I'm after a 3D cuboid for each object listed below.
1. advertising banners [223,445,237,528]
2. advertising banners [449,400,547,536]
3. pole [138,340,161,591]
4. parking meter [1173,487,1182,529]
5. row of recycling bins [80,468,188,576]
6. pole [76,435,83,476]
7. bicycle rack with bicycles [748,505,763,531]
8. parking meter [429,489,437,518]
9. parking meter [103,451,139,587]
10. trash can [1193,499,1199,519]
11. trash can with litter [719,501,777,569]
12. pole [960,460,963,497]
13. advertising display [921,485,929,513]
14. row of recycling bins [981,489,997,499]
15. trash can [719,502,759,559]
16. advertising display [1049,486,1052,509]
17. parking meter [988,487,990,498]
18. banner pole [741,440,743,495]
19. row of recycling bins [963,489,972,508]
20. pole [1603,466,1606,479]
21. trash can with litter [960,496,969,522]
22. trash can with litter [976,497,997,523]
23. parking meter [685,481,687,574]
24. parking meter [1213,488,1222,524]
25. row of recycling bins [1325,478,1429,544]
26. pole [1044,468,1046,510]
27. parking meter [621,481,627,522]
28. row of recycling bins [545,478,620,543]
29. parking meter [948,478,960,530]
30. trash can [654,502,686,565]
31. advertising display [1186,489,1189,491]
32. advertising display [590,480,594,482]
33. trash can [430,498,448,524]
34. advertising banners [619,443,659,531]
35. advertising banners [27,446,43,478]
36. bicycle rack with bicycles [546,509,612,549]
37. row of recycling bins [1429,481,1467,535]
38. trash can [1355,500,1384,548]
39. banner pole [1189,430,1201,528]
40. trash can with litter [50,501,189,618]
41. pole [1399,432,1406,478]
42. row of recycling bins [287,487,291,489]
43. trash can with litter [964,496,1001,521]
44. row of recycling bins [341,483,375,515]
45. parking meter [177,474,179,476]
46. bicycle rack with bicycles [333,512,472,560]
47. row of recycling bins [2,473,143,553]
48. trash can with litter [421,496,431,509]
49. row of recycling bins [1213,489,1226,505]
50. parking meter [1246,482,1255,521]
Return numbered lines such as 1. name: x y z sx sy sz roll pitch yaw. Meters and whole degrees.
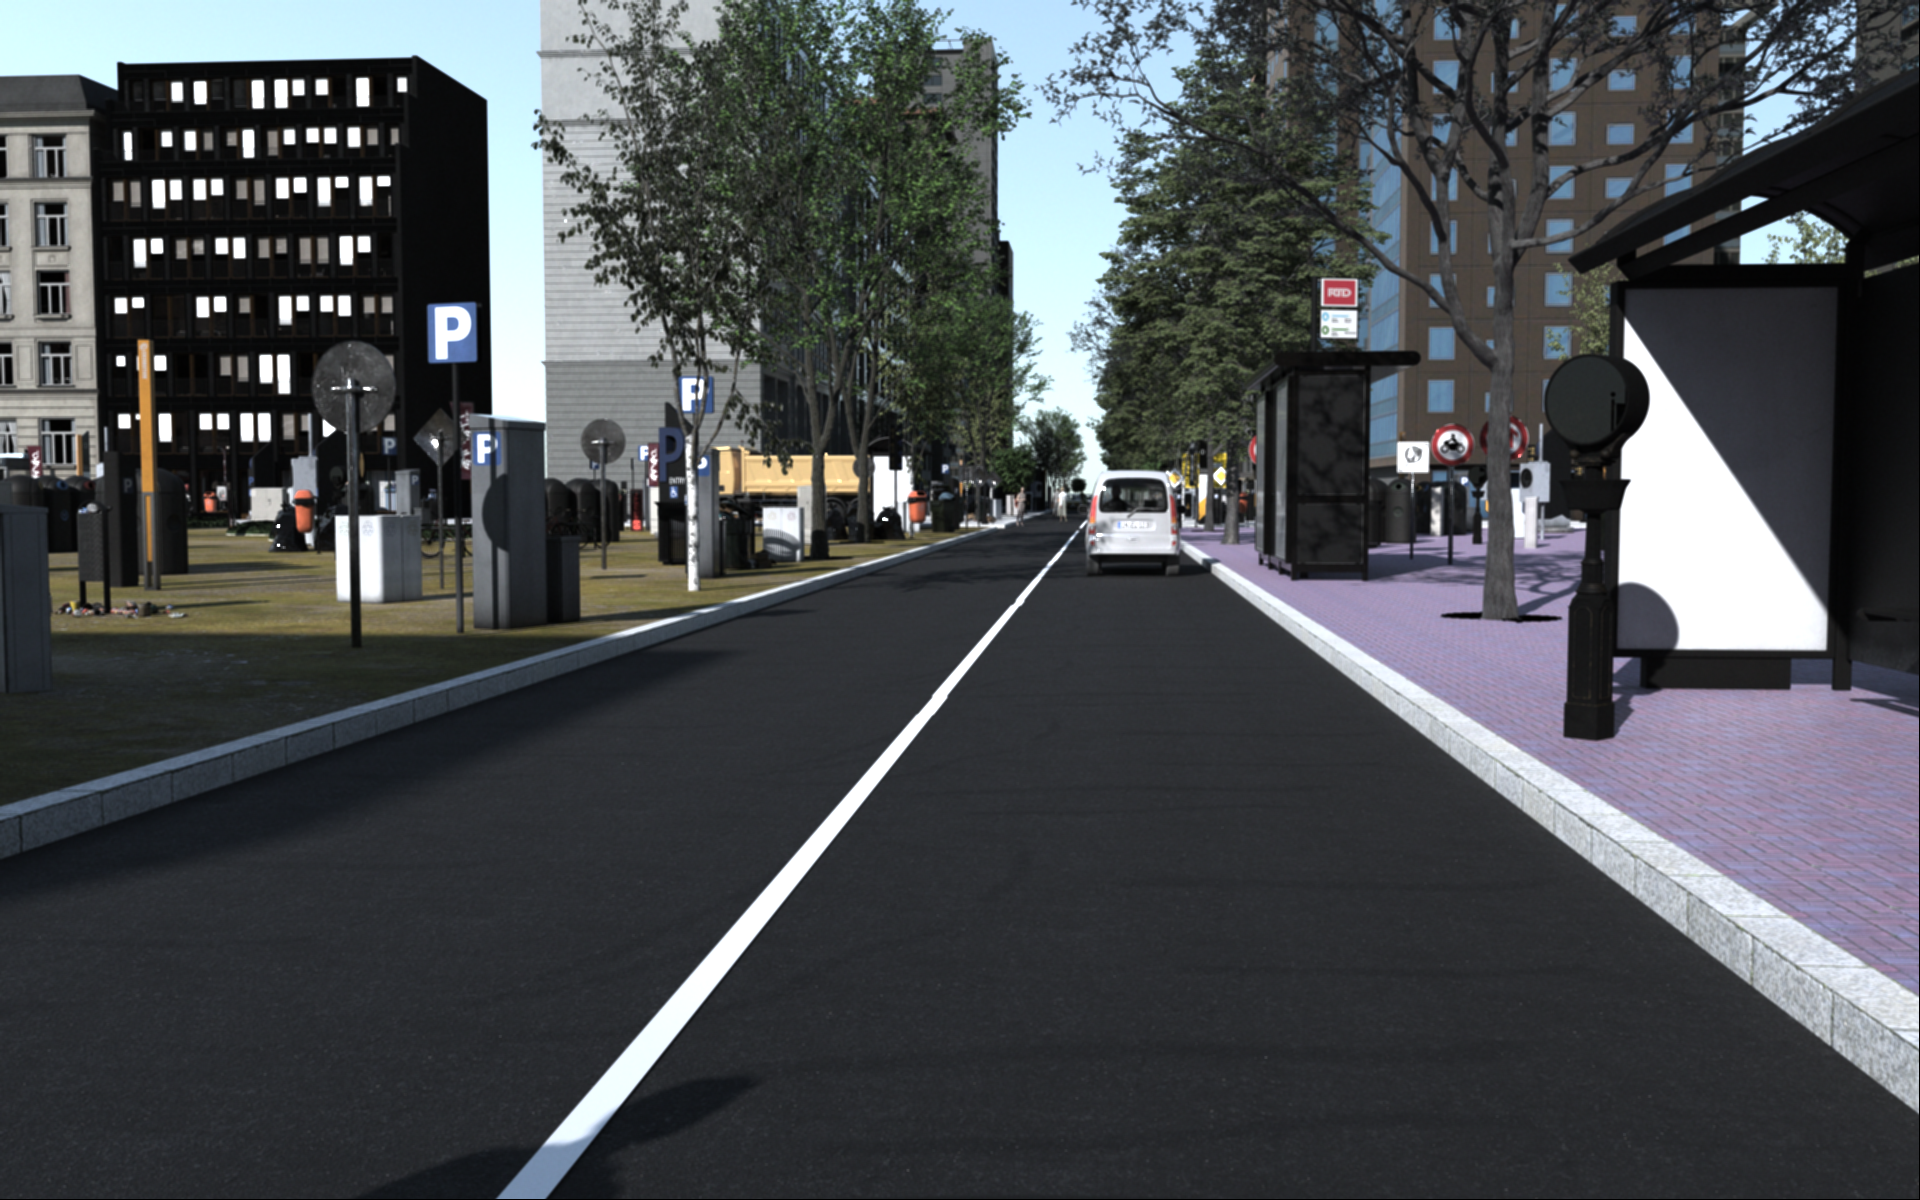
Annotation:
1. advertising banners: -26.340 -4.054 62.472 0.090 3.025 2.074 -1 4 -12
2. advertising banners: -8.835 -2.263 33.195 0.090 3.025 2.074 3 5 43
3. pole: -10.773 -1.784 23.011 0.158 3.312 0.155 0 3 0
4. parking meter: 8.049 -3.419 64.314 0.372 1.533 0.369 0 3 0
5. row of recycling bins: -13.627 -1.319 28.686 1.069 1.692 3.534 -2 4 -35
6. pole: -30.255 -4.019 59.560 0.158 3.312 0.155 0 3 0
7. bicycle rack with bicycles: -7.711 -2.763 58.561 2.852 0.926 2.925 -1 4 -10
8. parking meter: -25.726 -4.656 84.543 0.372 1.533 0.369 0 3 0
9. parking meter: -11.601 -1.116 23.963 0.255 1.863 0.399 1 4 12
10. trash can: 14.017 -5.459 100.908 0.748 1.137 0.748 0 3 0
11. trash can with litter: -3.721 -1.127 29.806 1.055 1.170 0.624 -3 5 -44
12. pole: 0.070 -6.693 103.269 0.158 3.312 0.155 0 3 0
13. advertising display: -2.378 -6.959 118.997 0.123 1.923 0.974 2 4 27
14. row of recycling bins: 2.270 -7.546 130.491 1.069 1.692 3.534 -1 4 -18
15. trash can: -4.017 -1.205 31.356 0.748 1.137 0.748 0 3 0
16. advertising display: 7.555 -8.542 144.879 0.123 1.923 0.974 1 4 11
17. parking meter: 2.233 -7.412 126.893 0.255 1.863 0.399 3 5 40
18. banner pole: -10.092 -5.516 80.205 0.401 3.779 0.863 0 4 -4
19. row of recycling bins: 0.521 -8.345 143.553 1.069 1.692 3.534 0 4 2
20. pole: 20.351 -3.728 54.799 0.158 3.312 0.155 0 3 0
21. trash can with litter: -0.081 -4.178 79.698 0.624 1.170 1.055 1 4 20
22. trash can with litter: 1.215 -4.101 78.434 1.055 1.170 0.624 3 5 42
23. parking meter: -4.250 -1.196 27.967 0.372 1.533 0.369 0 3 0
24. parking meter: 10.878 -3.960 73.164 0.372 1.533 0.369 0 3 0
25. row of recycling bins: 10.587 -2.391 46.208 1.069 1.692 3.534 -3 5 -44
26. pole: 6.750 -8.812 137.921 0.158 3.312 0.155 0 3 0
27. parking meter: -15.396 -4.507 79.392 0.255 1.863 0.399 -1 4 -12
28. row of recycling bins: -10.303 -2.329 45.187 1.069 1.692 3.534 3 4 36
29. parking meter: -0.209 -3.423 61.670 0.255 1.863 0.399 3 5 42
30. trash can: -5.173 -1.210 31.436 0.748 1.137 0.748 0 3 0
31. advertising display: 19.149 -8.569 145.317 0.123 1.923 0.974 -3 5 -39
32. advertising display: -15.986 -4.392 77.017 0.974 1.923 0.123 -3 5 -39
33. trash can: -20.025 -3.357 66.544 0.748 1.137 0.748 0 3 0
34. advertising banners: -11.175 -3.884 59.688 2.074 3.025 0.090 1 4 23
35. advertising banners: -32.573 -4.057 62.513 2.074 3.025 0.090 0 4 -3
36. bicycle rack with bicycles: -9.497 -1.650 40.359 2.925 0.926 2.852 -3 4 -36
37. row of recycling bins: 15.406 -2.970 55.673 1.069 1.692 3.534 0 4 -2
38. trash can: 9.725 -1.813 41.298 0.748 1.137 0.748 0 3 0
39. banner pole: 8.873 -4.630 65.719 0.401 3.779 0.863 -1 4 -17
40. trash can with litter: -9.110 -0.450 18.414 2.233 1.210 1.678 2 4 35
41. pole: 14.548 -3.864 57.025 0.158 3.312 0.155 0 3 0
42. row of recycling bins: -31.314 -4.768 85.067 3.534 1.692 1.069 -3 4 -37
43. trash can with litter: 0.822 -4.375 82.581 2.233 1.210 1.678 0 4 5
44. row of recycling bins: -22.329 -3.503 64.383 1.069 1.692 3.534 -1 4 -13
45. parking meter: -23.347 -2.789 51.316 0.399 1.863 0.255 -1 4 -16
46. bicycle rack with bicycles: -11.172 -1.284 34.377 2.925 0.926 2.852 1 4 14
47. row of recycling bins: -19.944 -1.925 38.583 1.069 1.692 3.534 1 4 12
48. trash can with litter: -16.825 -2.702 55.241 1.678 1.210 2.233 0 4 -2
49. row of recycling bins: 20.417 -7.889 136.101 3.534 1.692 1.069 1 4 13
50. parking meter: 13.855 -4.706 82.653 0.399 1.863 0.255 -3 4 -36
